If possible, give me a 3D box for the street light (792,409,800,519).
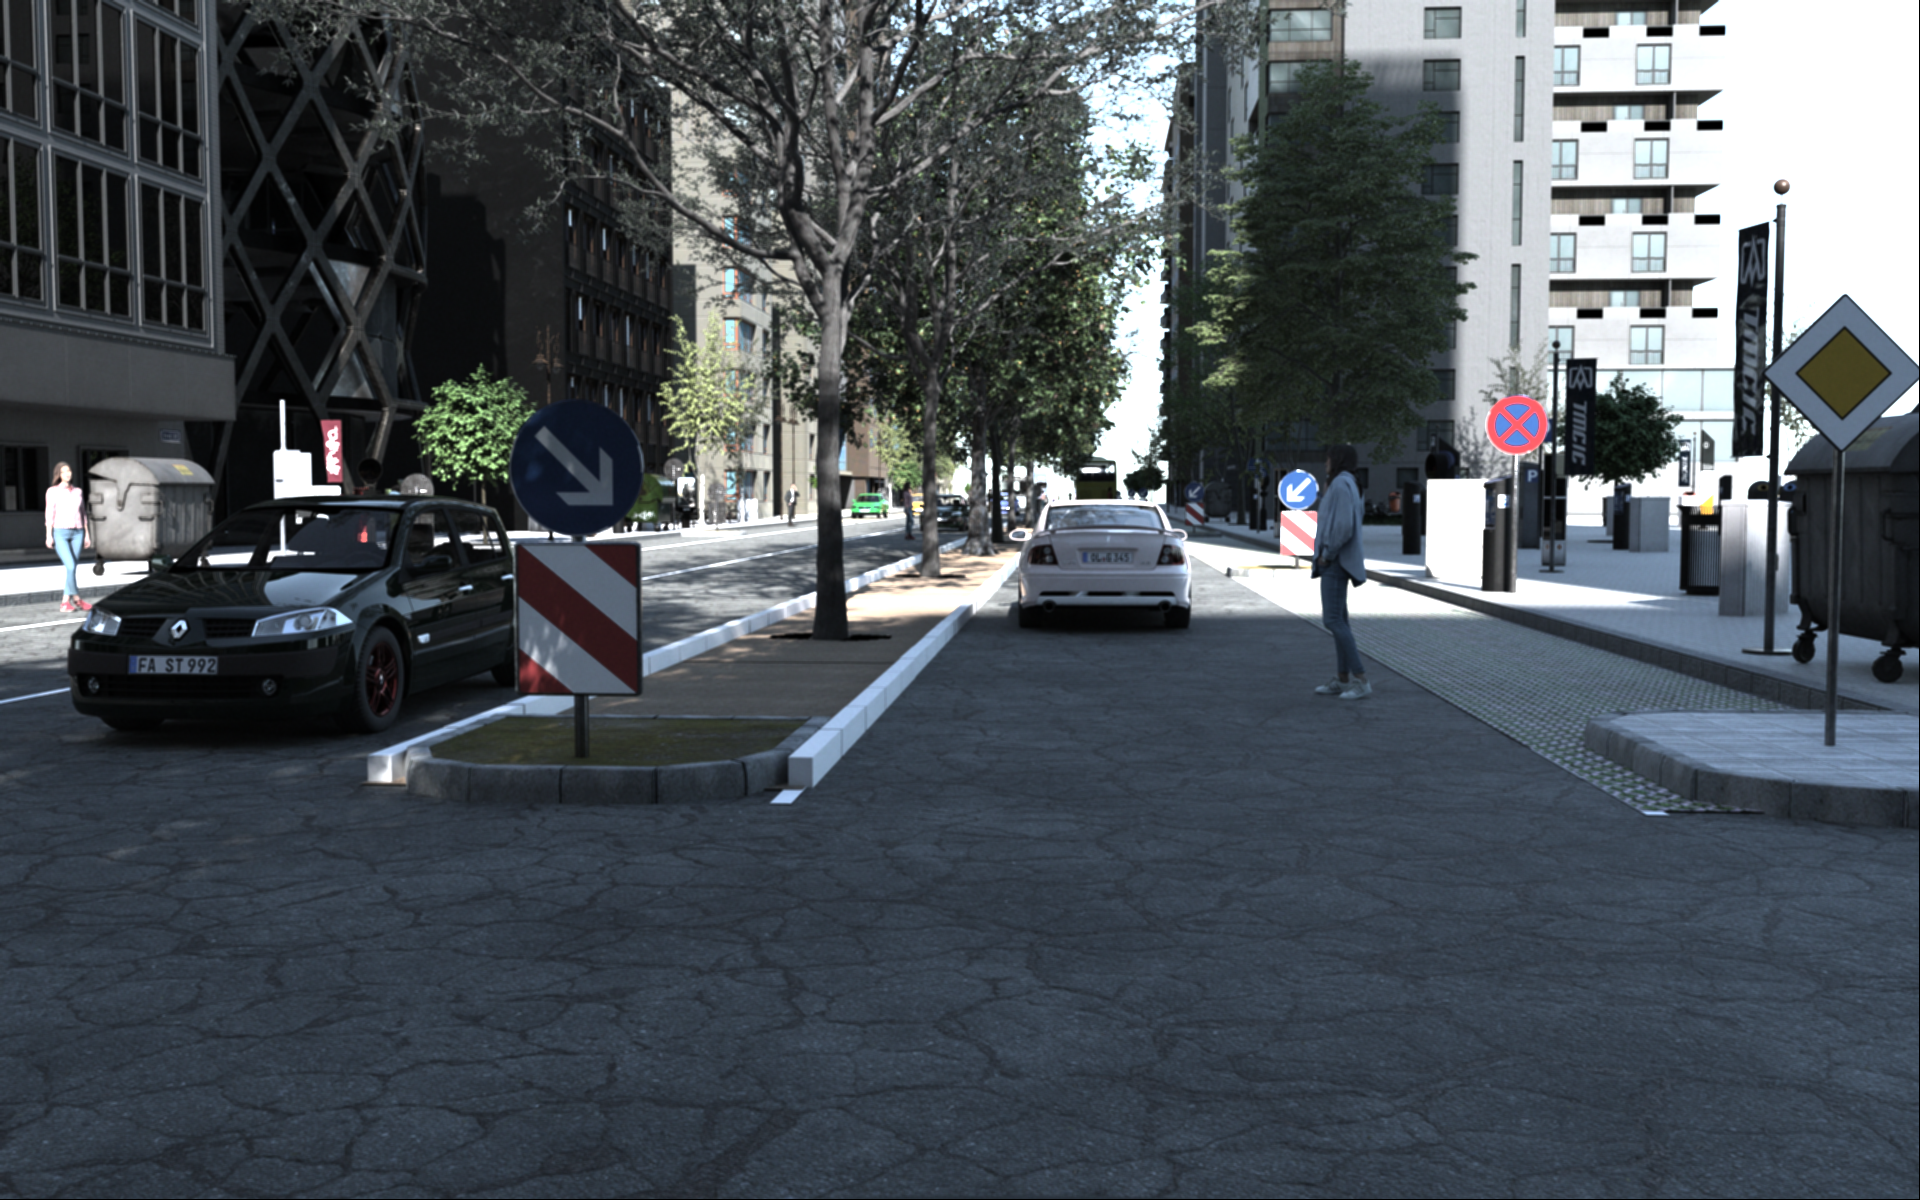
[{"bbox_3d":[-8.397,-7.009,87.393,0.468,5.910,1.993,0,4,4],"label":"street light"}]

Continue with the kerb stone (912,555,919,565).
[{"bbox_3d":[-0.985,-0.756,34.602,0.120,0.150,1.000,0,4,4],"label":"kerb stone"}]

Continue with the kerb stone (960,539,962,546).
[{"bbox_3d":[-0.100,-1.510,46.897,0.120,0.150,1.000,0,4,4],"label":"kerb stone"}]

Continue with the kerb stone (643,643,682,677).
[{"bbox_3d":[-2.468,0.492,14.162,0.120,0.150,1.000,0,4,4],"label":"kerb stone"}]

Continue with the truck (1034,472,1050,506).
[{"bbox_3d":[9.893,-13.940,217.676,2.967,4.110,18.799,0,4,4],"label":"truck"}]

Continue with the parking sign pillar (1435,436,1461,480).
[{"bbox_3d":[21.700,-5.442,77.447,1.447,3.967,1.447,-3,4,-37],"label":"parking sign pillar"}]

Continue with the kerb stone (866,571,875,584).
[{"bbox_3d":[-1.509,-0.321,27.441,0.120,0.150,1.000,0,4,4],"label":"kerb stone"}]

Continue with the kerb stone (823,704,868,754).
[{"bbox_3d":[-0.667,0.748,9.965,0.120,0.150,1.000,0,4,4],"label":"kerb stone"}]

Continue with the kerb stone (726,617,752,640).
[{"bbox_3d":[-2.254,0.305,17.232,0.120,0.150,1.000,0,4,4],"label":"kerb stone"}]

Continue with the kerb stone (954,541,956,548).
[{"bbox_3d":[-0.253,-1.384,44.840,0.120,0.150,1.000,0,4,4],"label":"kerb stone"}]

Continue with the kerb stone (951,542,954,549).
[{"bbox_3d":[-0.318,-1.318,43.821,0.120,0.150,1.000,0,4,4],"label":"kerb stone"}]

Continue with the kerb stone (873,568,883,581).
[{"bbox_3d":[-1.427,-0.384,28.477,0.120,0.150,1.000,0,4,4],"label":"kerb stone"}]

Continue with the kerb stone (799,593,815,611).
[{"bbox_3d":[-1.952,0.054,21.310,0.120,0.150,1.000,0,4,4],"label":"kerb stone"}]

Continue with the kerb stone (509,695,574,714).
[{"bbox_3d":[-2.684,0.679,11.101,0.120,0.150,1.000,0,4,4],"label":"kerb stone"}]

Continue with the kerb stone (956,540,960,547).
[{"bbox_3d":[-0.174,-1.447,45.869,0.120,0.150,1.000,0,4,4],"label":"kerb stone"}]

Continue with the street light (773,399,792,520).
[{"bbox_3d":[-8.685,-6.810,84.129,0.468,5.910,1.993,0,4,4],"label":"street light"}]

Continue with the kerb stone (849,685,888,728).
[{"bbox_3d":[-0.591,0.686,10.986,0.120,0.150,1.000,0,4,4],"label":"kerb stone"}]

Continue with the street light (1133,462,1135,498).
[{"bbox_3d":[20.685,-14.258,205.902,0.468,5.910,1.993,0,4,4],"label":"street light"}]

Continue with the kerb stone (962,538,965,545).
[{"bbox_3d":[-0.031,-1.573,47.917,0.120,0.150,1.000,0,4,4],"label":"kerb stone"}]

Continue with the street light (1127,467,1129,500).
[{"bbox_3d":[23.508,-16.495,242.474,0.468,5.910,1.993,0,4,4],"label":"street light"}]

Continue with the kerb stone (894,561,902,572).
[{"bbox_3d":[-1.207,-0.571,31.536,0.120,0.150,1.000,0,4,4],"label":"kerb stone"}]

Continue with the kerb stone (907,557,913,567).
[{"bbox_3d":[-1.065,-0.695,33.577,0.120,0.150,1.000,0,4,4],"label":"kerb stone"}]

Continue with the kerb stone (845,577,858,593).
[{"bbox_3d":[-1.656,-0.196,25.402,0.120,0.150,1.000,0,4,4],"label":"kerb stone"}]

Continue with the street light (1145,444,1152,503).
[{"bbox_3d":[17.392,-11.336,158.139,0.468,5.910,1.993,0,4,4],"label":"street light"}]

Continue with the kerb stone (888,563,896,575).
[{"bbox_3d":[-1.292,-0.505,30.518,0.120,0.150,1.000,0,4,4],"label":"kerb stone"}]

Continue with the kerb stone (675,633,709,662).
[{"bbox_3d":[-2.395,0.431,15.193,0.120,0.150,1.000,0,4,4],"label":"kerb stone"}]

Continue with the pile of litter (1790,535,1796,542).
[{"bbox_3d":[21.934,-1.996,46.600,1.719,0.858,1.176,0,4,1],"label":"pile of litter"}]

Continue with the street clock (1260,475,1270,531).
[{"bbox_3d":[10.658,-3.441,60.822,0.358,2.002,0.471,-1,4,-17],"label":"street clock"}]

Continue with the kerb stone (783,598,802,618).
[{"bbox_3d":[-2.019,0.117,20.290,0.120,0.150,1.000,0,4,4],"label":"kerb stone"}]

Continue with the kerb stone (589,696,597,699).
[{"bbox_3d":[-2.617,0.616,12.123,0.120,0.150,1.000,0,4,4],"label":"kerb stone"}]

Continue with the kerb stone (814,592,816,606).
[{"bbox_3d":[-1.871,-0.005,22.340,0.120,0.150,1.000,0,4,4],"label":"kerb stone"}]

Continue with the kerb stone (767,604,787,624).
[{"bbox_3d":[-2.094,0.182,19.270,0.120,0.150,1.000,0,4,4],"label":"kerb stone"}]

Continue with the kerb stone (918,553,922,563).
[{"bbox_3d":[-0.918,-0.822,35.631,0.120,0.150,1.000,0,4,4],"label":"kerb stone"}]

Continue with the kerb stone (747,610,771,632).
[{"bbox_3d":[-2.172,0.245,18.251,0.120,0.150,1.000,0,4,4],"label":"kerb stone"}]

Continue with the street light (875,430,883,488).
[{"bbox_3d":[-5.783,-9.285,124.601,0.468,5.910,1.993,0,4,4],"label":"street light"}]

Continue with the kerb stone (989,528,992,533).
[{"bbox_3d":[1.309,-2.698,66.328,0.120,0.150,1.000,0,4,4],"label":"kerb stone"}]

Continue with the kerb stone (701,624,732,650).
[{"bbox_3d":[-2.323,0.366,16.212,0.120,0.150,1.000,0,4,4],"label":"kerb stone"}]

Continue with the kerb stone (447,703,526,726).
[{"bbox_3d":[-2.762,0.747,10.080,0.120,0.150,1.000,0,4,4],"label":"kerb stone"}]

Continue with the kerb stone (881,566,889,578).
[{"bbox_3d":[-1.361,-0.447,29.497,0.120,0.150,1.000,0,4,4],"label":"kerb stone"}]

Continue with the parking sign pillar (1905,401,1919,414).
[{"bbox_3d":[22.344,-3.176,40.395,1.447,3.967,1.447,-2,4,-33],"label":"parking sign pillar"}]

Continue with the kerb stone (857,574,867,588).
[{"bbox_3d":[-1.575,-0.258,26.420,0.120,0.150,1.000,0,4,4],"label":"kerb stone"}]

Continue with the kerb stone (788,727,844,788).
[{"bbox_3d":[-0.741,0.811,8.937,0.120,0.150,1.000,0,4,4],"label":"kerb stone"}]

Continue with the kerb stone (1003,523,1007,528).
[{"bbox_3d":[2.120,-3.386,77.587,0.120,0.150,1.000,0,4,4],"label":"kerb stone"}]

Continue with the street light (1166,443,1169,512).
[{"bbox_3d":[14.627,-9.099,121.563,0.468,5.910,1.993,0,4,4],"label":"street light"}]

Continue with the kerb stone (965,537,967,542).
[{"bbox_3d":[0.046,-1.630,48.940,0.120,0.150,1.000,0,4,4],"label":"kerb stone"}]

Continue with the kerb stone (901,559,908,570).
[{"bbox_3d":[-1.128,-0.627,32.555,0.120,0.150,1.000,0,4,4],"label":"kerb stone"}]

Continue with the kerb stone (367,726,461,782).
[{"bbox_3d":[-2.832,0.812,9.056,0.120,0.150,1.000,0,4,4],"label":"kerb stone"}]

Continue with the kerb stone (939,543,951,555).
[{"bbox_3d":[-0.393,-1.259,42.801,0.120,0.150,1.000,0,4,4],"label":"kerb stone"}]

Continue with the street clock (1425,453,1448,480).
[{"bbox_3d":[8.492,-1.610,30.901,0.358,2.002,0.471,-1,4,-10],"label":"street clock"}]

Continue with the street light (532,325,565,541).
[{"bbox_3d":[-11.264,-4.572,47.536,0.468,5.910,1.993,0,4,4],"label":"street light"}]
